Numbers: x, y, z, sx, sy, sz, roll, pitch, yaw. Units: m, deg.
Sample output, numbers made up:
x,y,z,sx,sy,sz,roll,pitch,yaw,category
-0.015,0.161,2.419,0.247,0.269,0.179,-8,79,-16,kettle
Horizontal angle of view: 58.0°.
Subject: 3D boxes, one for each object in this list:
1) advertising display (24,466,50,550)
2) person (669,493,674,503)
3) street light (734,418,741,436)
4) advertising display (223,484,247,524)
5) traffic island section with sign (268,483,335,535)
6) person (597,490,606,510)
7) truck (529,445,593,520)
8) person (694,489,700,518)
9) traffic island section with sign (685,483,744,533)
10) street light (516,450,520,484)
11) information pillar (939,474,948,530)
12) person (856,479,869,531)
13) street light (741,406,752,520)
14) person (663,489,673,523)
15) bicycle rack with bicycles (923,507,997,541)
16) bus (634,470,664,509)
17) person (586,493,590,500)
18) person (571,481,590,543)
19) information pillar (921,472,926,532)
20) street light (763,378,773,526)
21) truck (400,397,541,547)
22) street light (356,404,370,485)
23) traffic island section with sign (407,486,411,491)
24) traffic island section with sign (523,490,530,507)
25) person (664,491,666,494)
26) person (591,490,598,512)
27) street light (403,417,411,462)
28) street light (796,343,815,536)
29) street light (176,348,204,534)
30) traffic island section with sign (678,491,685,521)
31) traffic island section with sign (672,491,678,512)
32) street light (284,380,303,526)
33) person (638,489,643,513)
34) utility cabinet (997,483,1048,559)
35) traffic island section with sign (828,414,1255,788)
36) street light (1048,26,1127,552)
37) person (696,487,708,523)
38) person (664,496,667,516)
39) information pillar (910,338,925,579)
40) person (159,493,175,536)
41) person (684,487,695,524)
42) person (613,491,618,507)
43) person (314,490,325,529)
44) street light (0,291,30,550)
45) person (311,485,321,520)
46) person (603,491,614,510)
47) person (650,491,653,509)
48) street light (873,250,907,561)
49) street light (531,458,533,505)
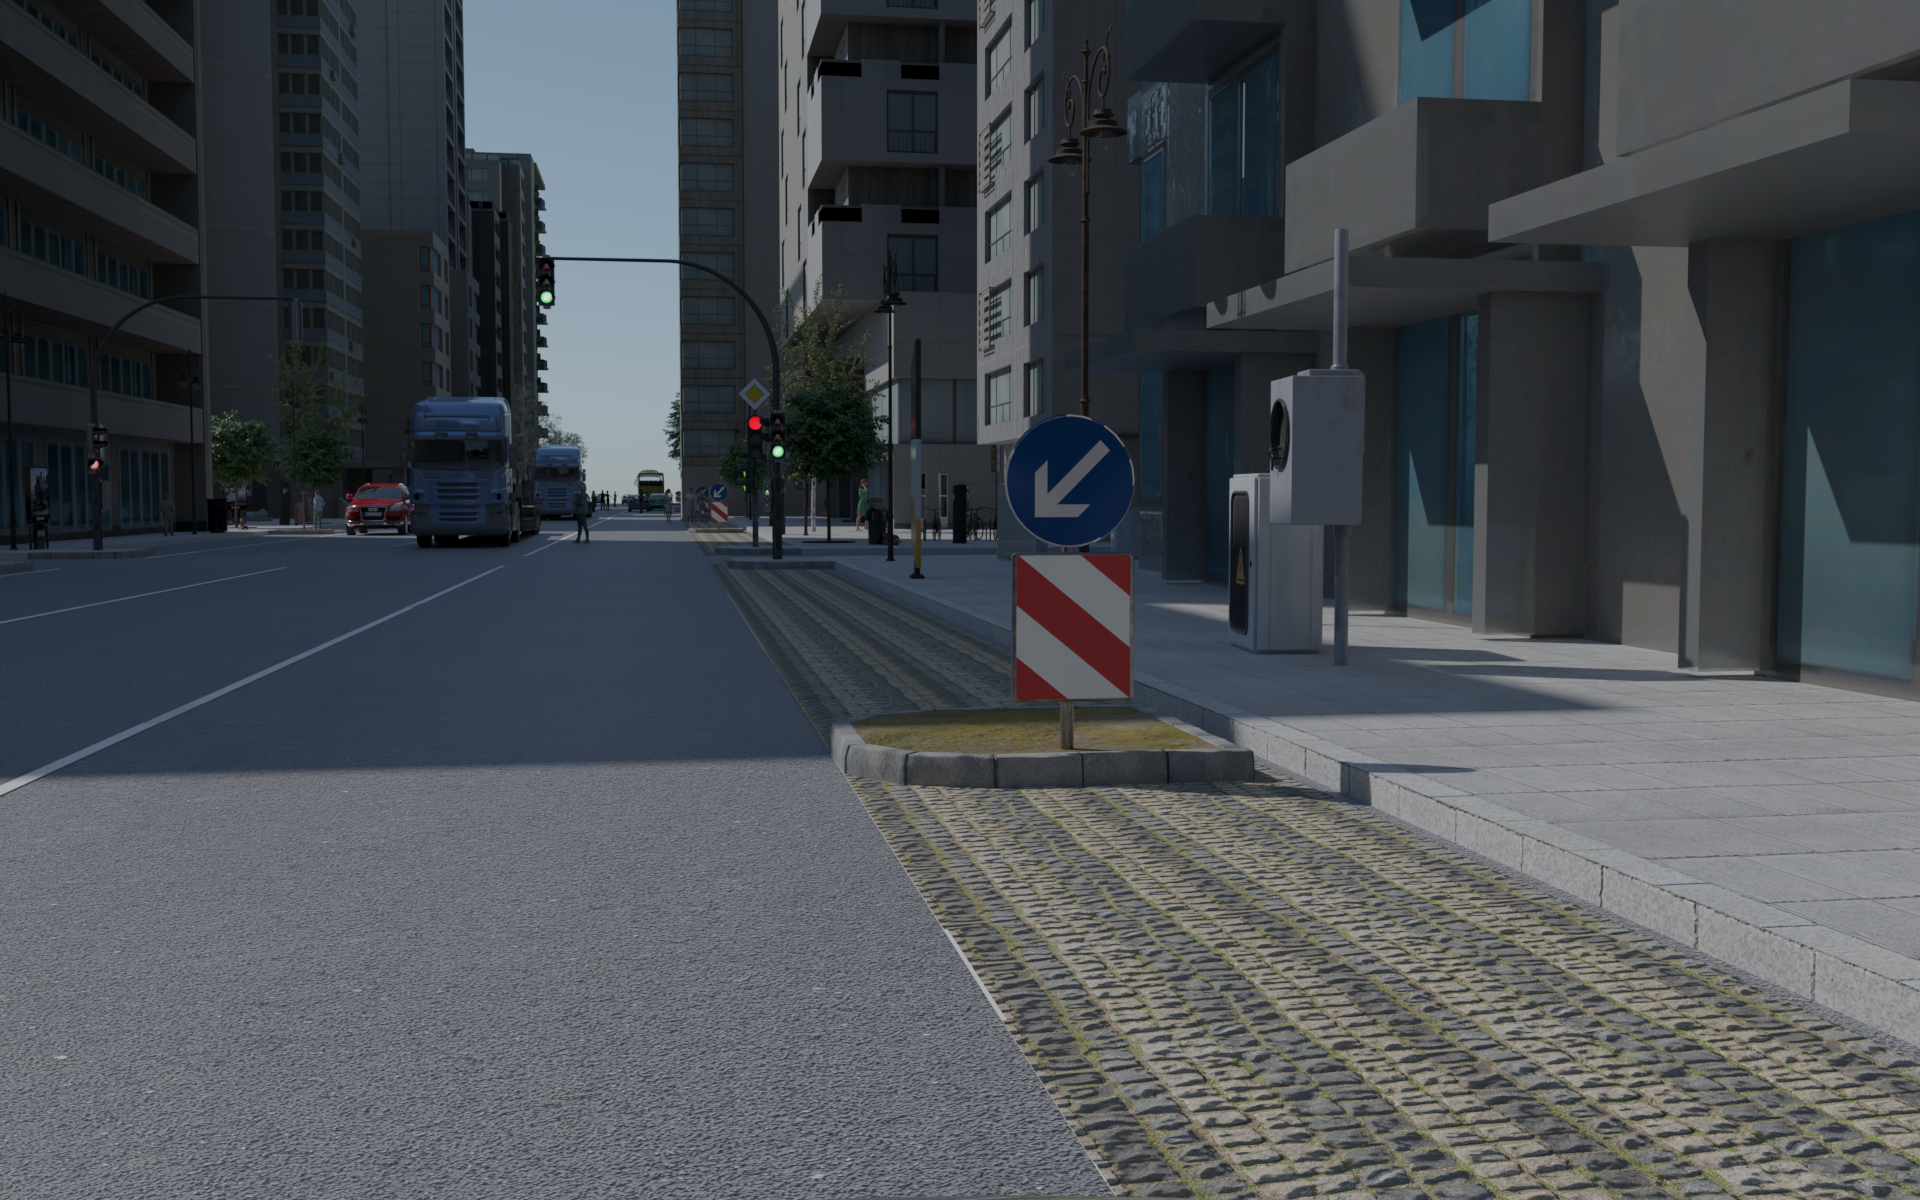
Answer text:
x,y,z,sx,sy,sz,roll,pitch,yaw,category
-21.324,-2.131,40.050,0.123,1.923,0.974,0,4,-4,advertising display
-43.537,-15.390,261.060,0.756,1.711,0.436,-2,4,-32,person
-12.929,-7.820,100.639,0.468,5.910,1.993,-1,4,-10,street light
-31.033,-4.216,74.150,0.974,1.923,0.123,-3,5,-43,advertising display
-23.540,-3.266,62.026,1.989,1.847,2.006,-1,4,-10,traffic island section with sign
-32.437,-9.090,157.143,1.348,1.821,0.705,-2,4,-29,person
-22.918,-6.780,100.618,2.967,4.110,18.799,-1,4,-10,truck
-14.088,-5.103,92.931,0.512,1.701,0.522,2,4,27,person
-9.054,-3.395,64.136,1.989,1.847,2.006,-1,4,-10,traffic island section with sign
-45.375,-12.519,177.472,0.468,5.910,1.993,-1,4,-10,street light
-0.608,-3.557,62.645,0.304,2.012,0.304,-1,4,-9,information pillar
-3.349,-3.287,60.028,0.529,1.795,0.600,1,4,10,person
-10.303,-6.861,84.971,0.468,5.910,1.993,-1,4,-10,street light
-14.311,-4.619,85.032,0.522,1.701,0.512,-1,4,-22,person
0.027,-2.122,48.073,2.852,0.926,2.925,0,4,-1,bicycle rack with bicycles
-31.222,-11.180,174.344,2.896,3.916,12.252,-1,4,-11,bus
-30.607,-8.114,141.180,1.348,1.821,0.705,2,4,33,person
-11.044,-2.547,50.334,0.526,1.800,0.537,-1,4,-13,person
-1.353,-3.300,58.443,0.304,2.012,0.304,3,4,39,information pillar
-7.584,-5.899,69.237,0.468,5.910,1.993,-1,4,-10,street light
-14.762,-3.917,53.795,2.967,4.110,18.799,-1,4,-11,truck
-29.626,-6.925,86.008,0.468,5.910,1.993,-1,4,-10,street light
-28.088,-4.891,88.596,1.989,1.847,2.006,-1,4,-10,traffic island section with sign
-41.018,-9.513,164.159,1.989,1.847,2.006,-1,4,-10,traffic island section with sign
-26.815,-9.116,158.207,0.621,1.740,0.551,-1,4,-22,person
-29.104,-7.878,138.034,0.721,1.736,1.217,-2,4,-34,person
-32.389,-7.900,101.944,0.468,5.910,1.993,-1,4,-10,street light
-4.758,-4.924,53.290,0.468,5.910,1.993,-1,4,-10,street light
-24.359,-5.025,54.939,0.468,5.910,1.993,-1,4,-10,street light
-13.614,-5.020,90.704,1.989,1.847,2.006,-1,4,-10,traffic island section with sign
-21.968,-8.007,139.546,1.989,1.847,2.006,-1,4,-10,traffic island section with sign
-26.972,-5.958,70.197,0.468,5.910,1.993,-1,4,-10,street light
-23.756,-7.356,128.784,0.705,1.822,1.348,0,4,-6,person
1.190,-1.509,33.343,0.318,1.500,1.173,-3,4,-38,utility cabinet
0.317,-0.045,9.359,1.989,1.847,2.006,-1,4,-10,traffic island section with sign
1.283,-2.750,17.752,0.468,5.910,1.993,-1,4,-10,street light
-12.785,-4.708,85.822,0.599,1.781,0.374,-1,4,-10,person
-19.098,-6.094,112.386,0.306,1.304,0.590,1,4,21,person
-0.666,-2.140,26.341,0.183,3.616,0.504,-1,4,-10,information pillar
-24.100,-2.590,52.663,0.475,1.303,0.640,-1,4,-15,person
-12.936,-4.509,82.799,0.480,1.755,0.524,0,4,-2,person
-37.605,-11.042,189.563,0.750,1.759,0.617,1,4,22,person
-25.111,-3.512,67.736,0.330,1.601,0.589,2,4,27,person
-21.772,-4.091,39.677,0.468,5.910,1.993,-1,4,-10,street light
-30.985,-4.720,83.303,0.616,1.811,0.778,0,4,-4,person
-30.904,-8.749,152.233,1.217,1.739,0.721,2,4,33,person
-28.602,-9.331,161.595,0.750,1.759,0.617,1,4,15,person
-1.330,-3.683,33.010,0.468,5.910,1.993,-1,4,-10,street light
-48.651,-13.707,196.901,0.468,5.910,1.993,-1,4,-10,street light
